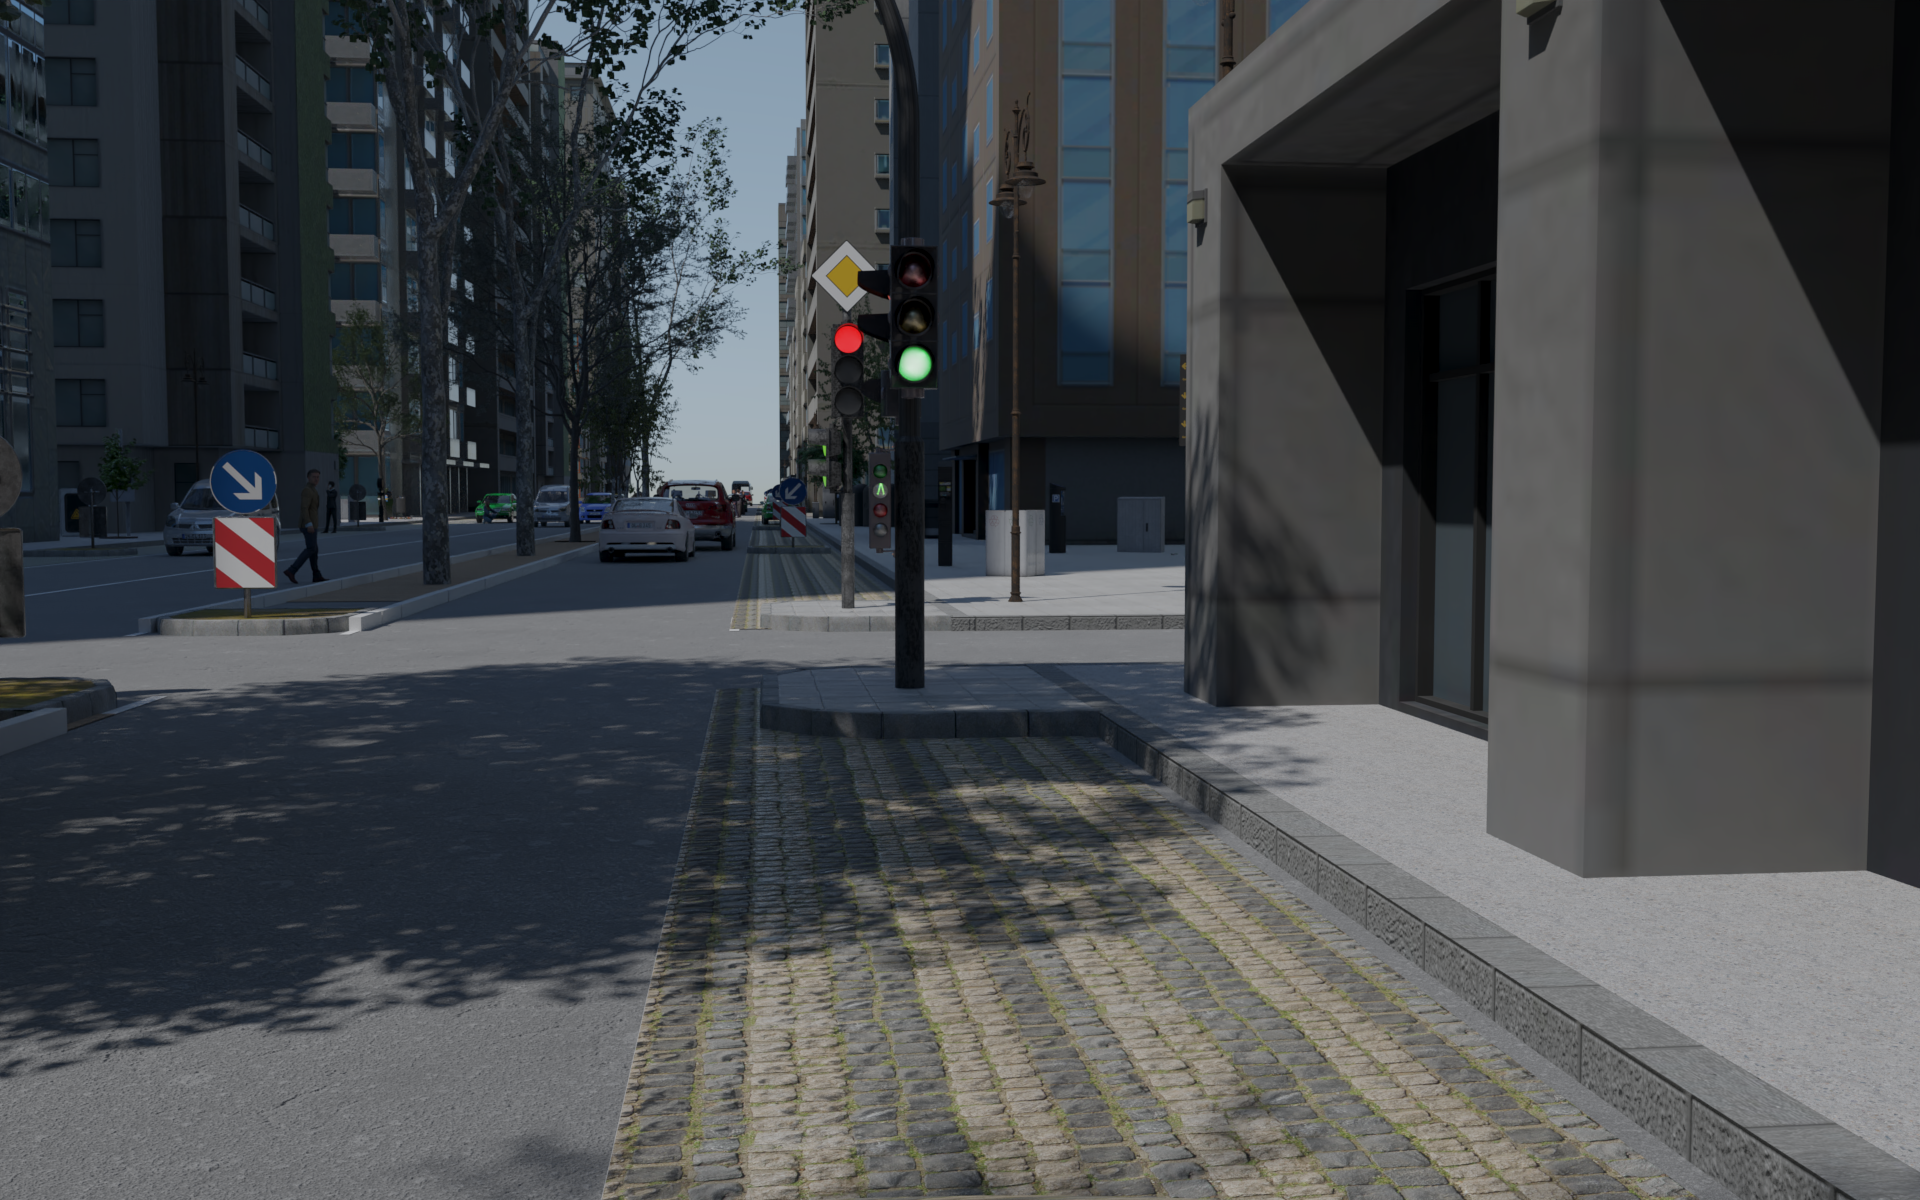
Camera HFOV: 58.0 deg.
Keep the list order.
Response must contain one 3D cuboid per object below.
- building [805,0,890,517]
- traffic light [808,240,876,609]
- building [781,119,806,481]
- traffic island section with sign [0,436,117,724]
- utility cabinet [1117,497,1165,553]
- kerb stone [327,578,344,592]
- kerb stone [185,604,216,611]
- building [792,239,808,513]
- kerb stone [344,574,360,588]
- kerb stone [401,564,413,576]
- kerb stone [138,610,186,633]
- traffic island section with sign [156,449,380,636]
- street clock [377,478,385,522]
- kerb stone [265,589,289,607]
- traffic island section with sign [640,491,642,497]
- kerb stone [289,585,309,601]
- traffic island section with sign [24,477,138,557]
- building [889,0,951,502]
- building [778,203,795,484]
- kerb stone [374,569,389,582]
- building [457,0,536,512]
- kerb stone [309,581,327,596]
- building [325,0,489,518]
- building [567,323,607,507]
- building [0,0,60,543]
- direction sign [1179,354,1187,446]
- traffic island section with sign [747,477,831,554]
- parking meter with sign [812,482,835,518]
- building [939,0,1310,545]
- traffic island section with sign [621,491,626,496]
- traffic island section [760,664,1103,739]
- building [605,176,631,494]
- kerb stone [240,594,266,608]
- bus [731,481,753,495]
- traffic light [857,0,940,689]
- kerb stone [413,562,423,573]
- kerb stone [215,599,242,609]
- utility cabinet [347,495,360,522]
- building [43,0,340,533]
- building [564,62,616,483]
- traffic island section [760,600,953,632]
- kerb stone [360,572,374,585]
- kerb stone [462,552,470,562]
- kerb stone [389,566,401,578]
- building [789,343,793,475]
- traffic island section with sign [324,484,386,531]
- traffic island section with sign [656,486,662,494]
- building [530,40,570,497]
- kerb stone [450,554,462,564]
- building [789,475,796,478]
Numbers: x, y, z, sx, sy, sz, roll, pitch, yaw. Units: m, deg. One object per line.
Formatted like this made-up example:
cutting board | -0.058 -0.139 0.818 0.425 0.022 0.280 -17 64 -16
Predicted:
building | 1.420 -29.572 107.202 21.300 48.544 21.600 0 4 -7
traffic light | -1.275 -1.860 19.335 0.839 4.253 0.868 0 4 -7
building | -11.207 -36.961 223.920 23.786 49.044 30.456 0 4 -7
traffic island section with sign | -6.572 -0.178 11.044 2.006 1.907 1.989 0 4 -7
utility cabinet | 3.982 -1.650 38.139 1.020 1.237 0.306 2 4 26
kerb stone | -9.275 -0.199 25.448 0.120 0.150 1.000 0 4 -7
kerb stone | -8.558 0.175 19.336 0.120 0.150 1.000 0 4 -7
building | 1.504 -17.642 133.485 27.650 21.520 28.899 0 4 -7
kerb stone | -9.384 -0.261 26.464 0.120 0.150 1.000 0 4 -7
kerb stone | -9.849 -0.511 30.551 0.120 0.150 1.000 0 4 -7
kerb stone | -8.446 0.237 18.315 0.120 0.150 1.000 0 4 -7
traffic island section with sign | -7.410 -0.628 18.404 2.006 1.907 1.989 0 4 -7
street clock | -26.175 -4.509 78.290 0.358 2.002 0.471 0 4 -6
kerb stone | -8.911 -0.012 22.392 0.120 0.150 1.000 0 4 -7
traffic island section with sign | -41.600 -13.250 225.265 1.989 1.847 2.006 0 4 -7
kerb stone | -9.033 -0.074 23.412 0.120 0.150 1.000 0 4 -7
traffic island section with sign | -20.278 -1.927 40.136 1.989 1.847 2.006 0 4 -7
building | 7.280 -32.794 78.186 21.231 58.520 28.212 0 4 -7
building | -18.659 -34.378 245.679 14.154 41.232 14.086 0 4 -7
kerb stone | -9.616 -0.383 28.501 0.120 0.150 1.000 0 4 -7
building | -44.691 -31.046 131.296 21.300 48.544 21.600 0 4 -7
kerb stone | -9.149 -0.133 24.434 0.120 0.150 1.000 0 4 -7
building | -42.363 -29.681 104.893 23.786 49.044 30.456 0 4 -7
building | -53.677 -20.961 187.746 27.650 21.520 28.899 0 4 -7
building | -32.067 -43.784 28.544 22.319 86.520 31.000 0 4 -7
direction sign | 3.988 -2.204 28.029 0.876 3.537 0.379 1 4 15
traffic island section with sign | -4.176 -2.047 42.094 1.989 1.847 2.006 0 4 -7
parking meter with sign | -6.934 -5.829 91.564 1.738 3.016 0.543 0 4 -4
building | 6.988 -24.410 49.211 14.600 45.320 14.200 0 4 -7
traffic island section with sign | -38.448 -11.574 197.866 1.989 1.847 2.006 0 4 -7
traffic island section | -0.321 0.658 11.521 2.009 0.180 2.903 0 4 -7
building | -52.795 -35.899 237.059 14.600 45.320 14.200 0 4 -7
kerb stone | -8.799 0.052 21.370 0.120 0.150 1.000 0 4 -7
bus | -30.788 -15.266 244.456 2.948 3.499 13.247 0 4 -6
traffic light | -2.430 -2.224 11.023 4.771 5.953 1.251 0 4 -7
kerb stone | -9.966 -0.570 31.567 0.120 0.150 1.000 0 4 -7
kerb stone | -8.677 0.113 20.352 0.120 0.150 1.000 0 4 -7
utility cabinet | -27.772 -4.171 79.361 0.306 1.237 1.020 0 4 -6
building | -31.089 -23.066 60.726 14.154 41.232 14.086 0 4 -7
building | -57.699 -38.293 215.324 28.713 52.752 27.495 0 4 -7
traffic island section | -1.234 0.173 19.454 2.009 0.180 2.903 0 4 -7
kerb stone | -9.507 -0.323 27.484 0.120 0.150 1.000 0 4 -7
kerb stone | -10.560 -0.877 36.648 0.120 0.150 1.000 0 4 -7
kerb stone | -9.739 -0.447 29.528 0.120 0.150 1.000 0 4 -7
building | -5.023 -21.384 194.665 27.650 21.520 28.899 0 4 -7
traffic island section with sign | -23.391 -3.577 67.105 1.989 1.847 2.006 0 4 -7
traffic island section with sign | -16.019 -5.193 93.049 2.006 1.907 1.989 0 4 -7
building | -42.087 -28.579 150.860 14.154 41.232 14.086 0 4 -7
kerb stone | -10.440 -0.822 35.630 0.120 0.150 1.000 0 4 -7
building | 0.401 -28.592 159.358 32.217 40.220 23.993 0 4 -7
